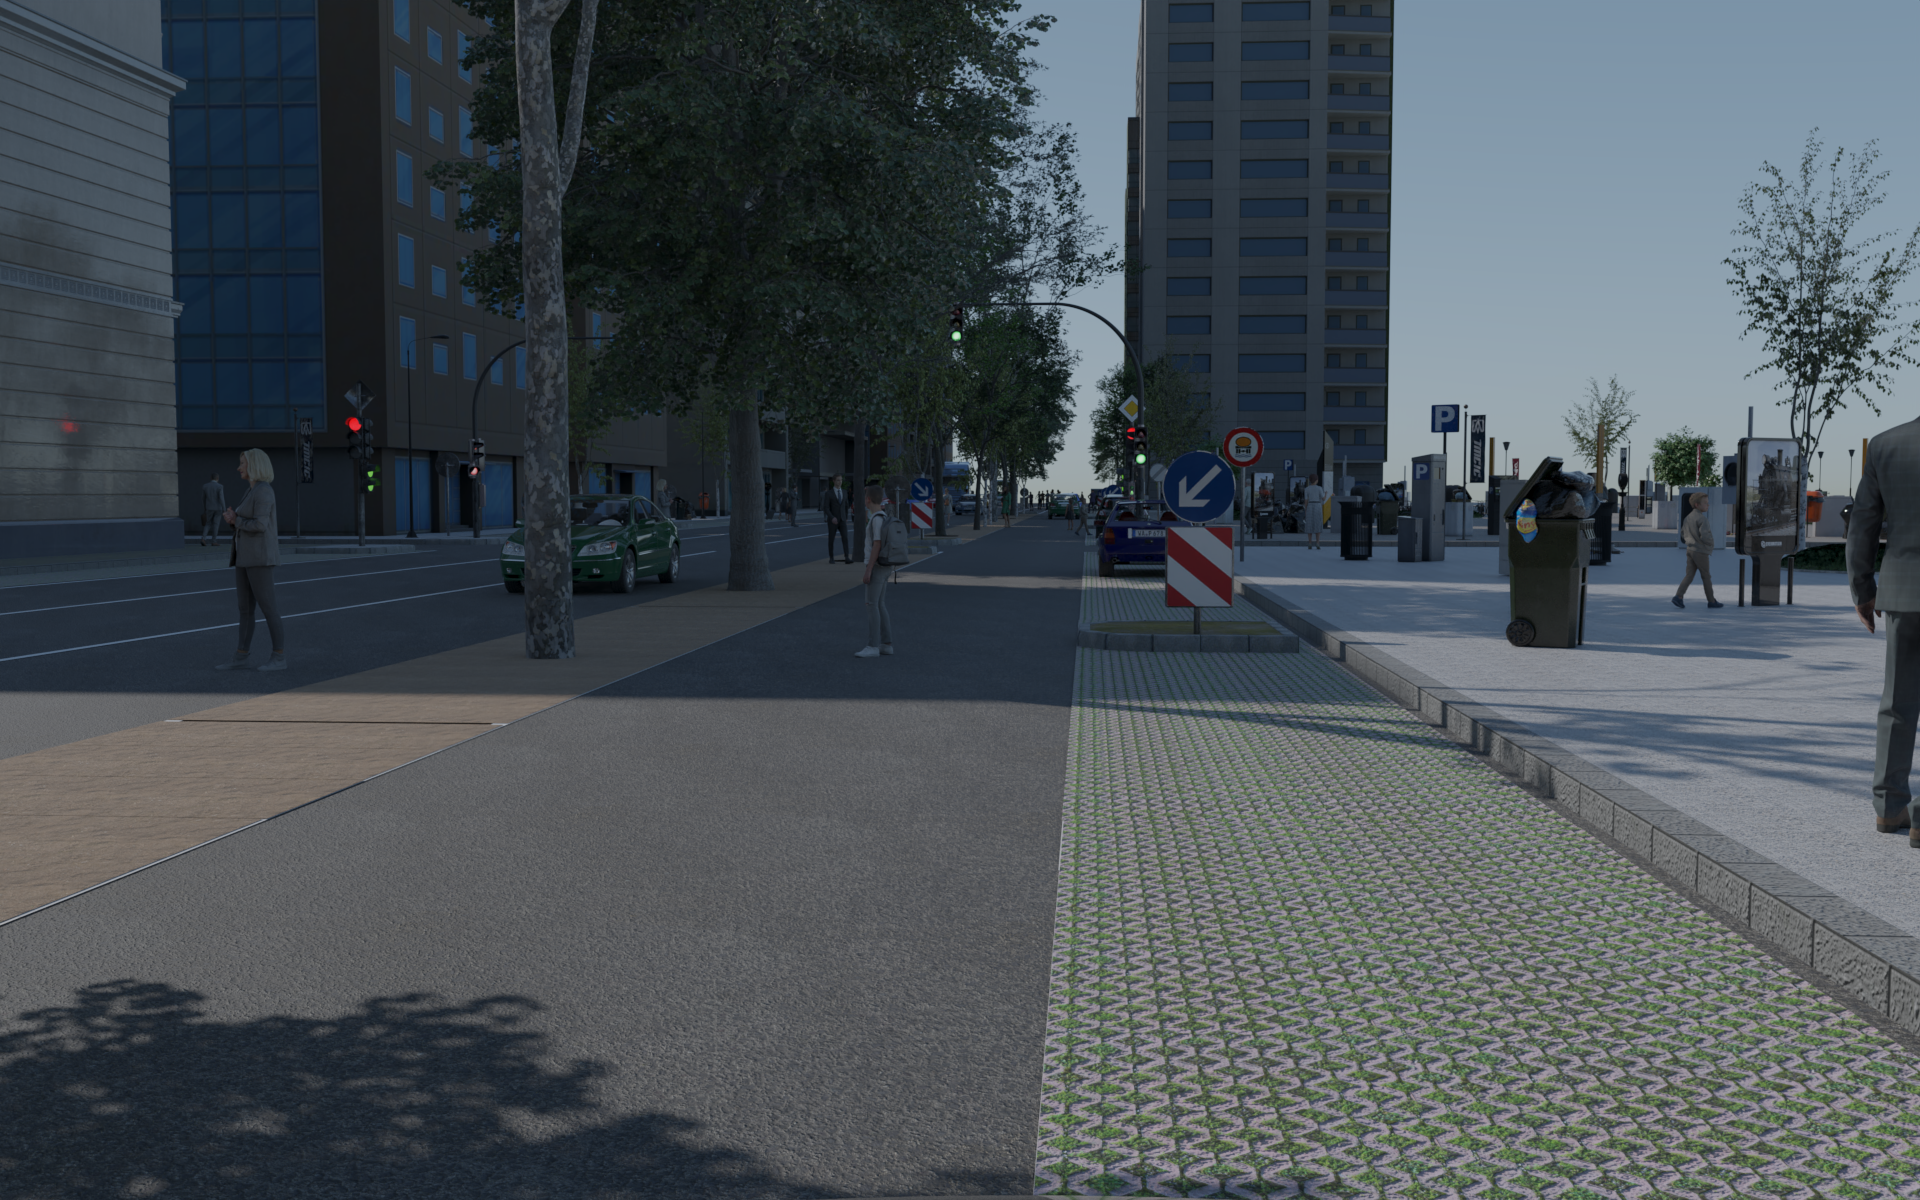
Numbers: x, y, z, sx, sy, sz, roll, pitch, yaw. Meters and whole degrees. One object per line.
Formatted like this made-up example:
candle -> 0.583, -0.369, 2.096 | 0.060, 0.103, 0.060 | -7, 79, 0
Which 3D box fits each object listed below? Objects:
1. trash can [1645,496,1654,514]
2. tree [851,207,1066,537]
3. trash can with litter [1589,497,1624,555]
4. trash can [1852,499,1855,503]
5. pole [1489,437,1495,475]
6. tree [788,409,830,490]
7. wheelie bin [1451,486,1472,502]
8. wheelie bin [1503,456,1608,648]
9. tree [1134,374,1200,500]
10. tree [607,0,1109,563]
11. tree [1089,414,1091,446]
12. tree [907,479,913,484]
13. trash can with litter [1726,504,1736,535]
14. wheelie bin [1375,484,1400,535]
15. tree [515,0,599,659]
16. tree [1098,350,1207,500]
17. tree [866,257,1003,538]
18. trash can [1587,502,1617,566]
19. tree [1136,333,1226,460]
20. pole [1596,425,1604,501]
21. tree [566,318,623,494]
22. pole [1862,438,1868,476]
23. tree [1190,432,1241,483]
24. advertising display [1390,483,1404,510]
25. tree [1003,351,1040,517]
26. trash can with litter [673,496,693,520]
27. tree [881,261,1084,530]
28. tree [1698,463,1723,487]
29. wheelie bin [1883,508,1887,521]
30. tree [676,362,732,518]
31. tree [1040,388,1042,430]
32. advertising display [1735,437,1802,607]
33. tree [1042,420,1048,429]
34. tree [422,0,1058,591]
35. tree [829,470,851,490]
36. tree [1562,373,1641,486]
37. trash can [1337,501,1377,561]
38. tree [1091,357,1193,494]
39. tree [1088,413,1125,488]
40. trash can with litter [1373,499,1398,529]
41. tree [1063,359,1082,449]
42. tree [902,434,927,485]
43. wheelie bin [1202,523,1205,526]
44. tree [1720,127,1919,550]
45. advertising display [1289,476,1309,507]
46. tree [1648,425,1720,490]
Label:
trash can -> 44.252, -6.109, 111.537 | 0.748, 1.137, 0.748 | 0, 3, 0
tree -> -0.754, -7.934, 57.934 | 9.928, 11.665, 9.643 | 0, 3, 0
trash can with litter -> 13.362, -1.615, 37.462 | 2.233, 1.210, 1.678 | 0, 4, 8
trash can -> 31.583, -3.036, 61.300 | 0.748, 1.137, 0.748 | 0, 3, 0
pole -> 19.058, -4.175, 62.104 | 0.158, 3.312, 0.155 | 0, 3, 0
tree -> -11.579, -10.564, 123.085 | 4.360, 8.622, 3.978 | 0, 3, 0
wheelie bin -> 19.996, -3.742, 69.093 | 0.693, 1.594, 0.980 | 0, 4, -7
wheelie bin -> 5.016, -0.414, 14.676 | 0.693, 1.594, 0.980 | 2, 4, 29
tree -> 12.196, -9.400, 104.058 | 4.737, 8.622, 4.395 | 0, 3, 0
tree -> -2.122, -7.542, 36.142 | 12.009, 13.543, 11.850 | 0, 3, 0
tree -> 2.513, -10.447, 99.017 | 9.928, 11.665, 9.643 | 0, 3, 0
tree -> -6.047, -12.502, 199.010 | 1.663, 3.219, 1.824 | 0, 3, 0
trash can with litter -> 24.140, -2.647, 54.342 | 2.233, 1.210, 1.678 | 3, 5, 40
wheelie bin -> 13.457, -2.855, 54.585 | 0.693, 1.594, 0.980 | 0, 4, -1
tree -> -2.431, -9.494, 13.575 | 12.611, 20.169, 13.585 | 0, 3, 0
tree -> 12.412, -10.835, 111.567 | 7.601, 10.594, 8.767 | 0, 4, 3
tree -> -1.154, -5.981, 50.617 | 4.737, 8.622, 4.395 | 0, 3, 0
trash can -> 11.409, -1.194, 31.177 | 0.748, 1.137, 0.748 | 0, 3, 0
tree -> 9.962, -7.829, 78.361 | 4.360, 8.622, 3.978 | 0, 3, 0
pole -> 18.857, -3.499, 51.059 | 0.158, 3.312, 0.155 | 0, 3, 0
tree -> -15.391, -7.300, 69.725 | 4.737, 8.622, 4.395 | 0, 3, 0
pole -> 32.982, -4.240, 63.174 | 0.158, 3.312, 0.155 | 0, 3, 0
tree -> 13.580, -6.631, 92.132 | 4.285, 4.588, 4.351 | 0, 3, 0
advertising display -> 25.662, -5.901, 101.689 | 0.123, 1.923, 0.974 | -2, 4, -35
tree -> 1.048, -7.425, 74.215 | 4.737, 8.622, 4.395 | 0, 3, 0
trash can with litter -> -13.743, -4.544, 85.676 | 0.624, 1.170, 1.055 | 2, 4, 33
tree -> 0.615, -8.015, 67.913 | 8.767, 10.594, 7.601 | 0, 4, 4
tree -> 39.915, -5.975, 92.299 | 1.663, 3.219, 1.824 | 0, 3, 0
wheelie bin -> 29.977, -2.951, 56.159 | 0.980, 1.594, 0.693 | -2, 4, -30
tree -> -13.068, -8.703, 92.659 | 4.737, 8.622, 4.395 | 0, 3, 0
tree -> 1.355, -7.720, 79.034 | 4.737, 8.622, 4.395 | 0, 3, 0
advertising display -> 9.264, -0.896, 19.862 | 0.974, 1.923, 0.123 | -2, 4, -29
tree -> 3.498, -9.469, 107.631 | 4.737, 8.622, 4.395 | 0, 3, 0
tree -> -3.105, -7.098, 25.159 | 9.857, 13.997, 8.962 | 0, 3, 0
tree -> -9.795, -8.808, 138.613 | 1.663, 3.219, 1.824 | 0, 3, 0
tree -> 39.034, -9.482, 105.401 | 4.737, 8.622, 4.395 | 0, 3, 0
trash can -> 7.696, -1.343, 33.606 | 0.748, 1.137, 0.748 | 0, 3, 0
tree -> 13.245, -12.414, 128.727 | 9.928, 11.665, 9.643 | 0, 3, 0
tree -> 18.784, -17.729, 208.001 | 7.486, 12.596, 7.792 | 0, 3, 0
trash can with litter -> 14.098, -2.813, 57.374 | 0.624, 1.170, 1.055 | 3, 4, 36
tree -> 3.605, -12.585, 114.870 | 9.857, 13.997, 8.962 | 0, 3, 0
tree -> -5.789, -15.452, 203.004 | 4.360, 8.622, 3.978 | 0, 3, 0
wheelie bin -> 8.386, -3.269, 61.354 | 0.693, 1.594, 0.980 | 3, 4, 38
tree -> 17.713, -5.221, 35.724 | 4.360, 8.622, 3.978 | 0, 3, 0
advertising display -> 12.225, -3.503, 62.493 | 0.123, 1.923, 0.974 | -2, 4, -27
tree -> 34.320, -6.027, 82.255 | 4.285, 4.588, 4.351 | 0, 3, 0
